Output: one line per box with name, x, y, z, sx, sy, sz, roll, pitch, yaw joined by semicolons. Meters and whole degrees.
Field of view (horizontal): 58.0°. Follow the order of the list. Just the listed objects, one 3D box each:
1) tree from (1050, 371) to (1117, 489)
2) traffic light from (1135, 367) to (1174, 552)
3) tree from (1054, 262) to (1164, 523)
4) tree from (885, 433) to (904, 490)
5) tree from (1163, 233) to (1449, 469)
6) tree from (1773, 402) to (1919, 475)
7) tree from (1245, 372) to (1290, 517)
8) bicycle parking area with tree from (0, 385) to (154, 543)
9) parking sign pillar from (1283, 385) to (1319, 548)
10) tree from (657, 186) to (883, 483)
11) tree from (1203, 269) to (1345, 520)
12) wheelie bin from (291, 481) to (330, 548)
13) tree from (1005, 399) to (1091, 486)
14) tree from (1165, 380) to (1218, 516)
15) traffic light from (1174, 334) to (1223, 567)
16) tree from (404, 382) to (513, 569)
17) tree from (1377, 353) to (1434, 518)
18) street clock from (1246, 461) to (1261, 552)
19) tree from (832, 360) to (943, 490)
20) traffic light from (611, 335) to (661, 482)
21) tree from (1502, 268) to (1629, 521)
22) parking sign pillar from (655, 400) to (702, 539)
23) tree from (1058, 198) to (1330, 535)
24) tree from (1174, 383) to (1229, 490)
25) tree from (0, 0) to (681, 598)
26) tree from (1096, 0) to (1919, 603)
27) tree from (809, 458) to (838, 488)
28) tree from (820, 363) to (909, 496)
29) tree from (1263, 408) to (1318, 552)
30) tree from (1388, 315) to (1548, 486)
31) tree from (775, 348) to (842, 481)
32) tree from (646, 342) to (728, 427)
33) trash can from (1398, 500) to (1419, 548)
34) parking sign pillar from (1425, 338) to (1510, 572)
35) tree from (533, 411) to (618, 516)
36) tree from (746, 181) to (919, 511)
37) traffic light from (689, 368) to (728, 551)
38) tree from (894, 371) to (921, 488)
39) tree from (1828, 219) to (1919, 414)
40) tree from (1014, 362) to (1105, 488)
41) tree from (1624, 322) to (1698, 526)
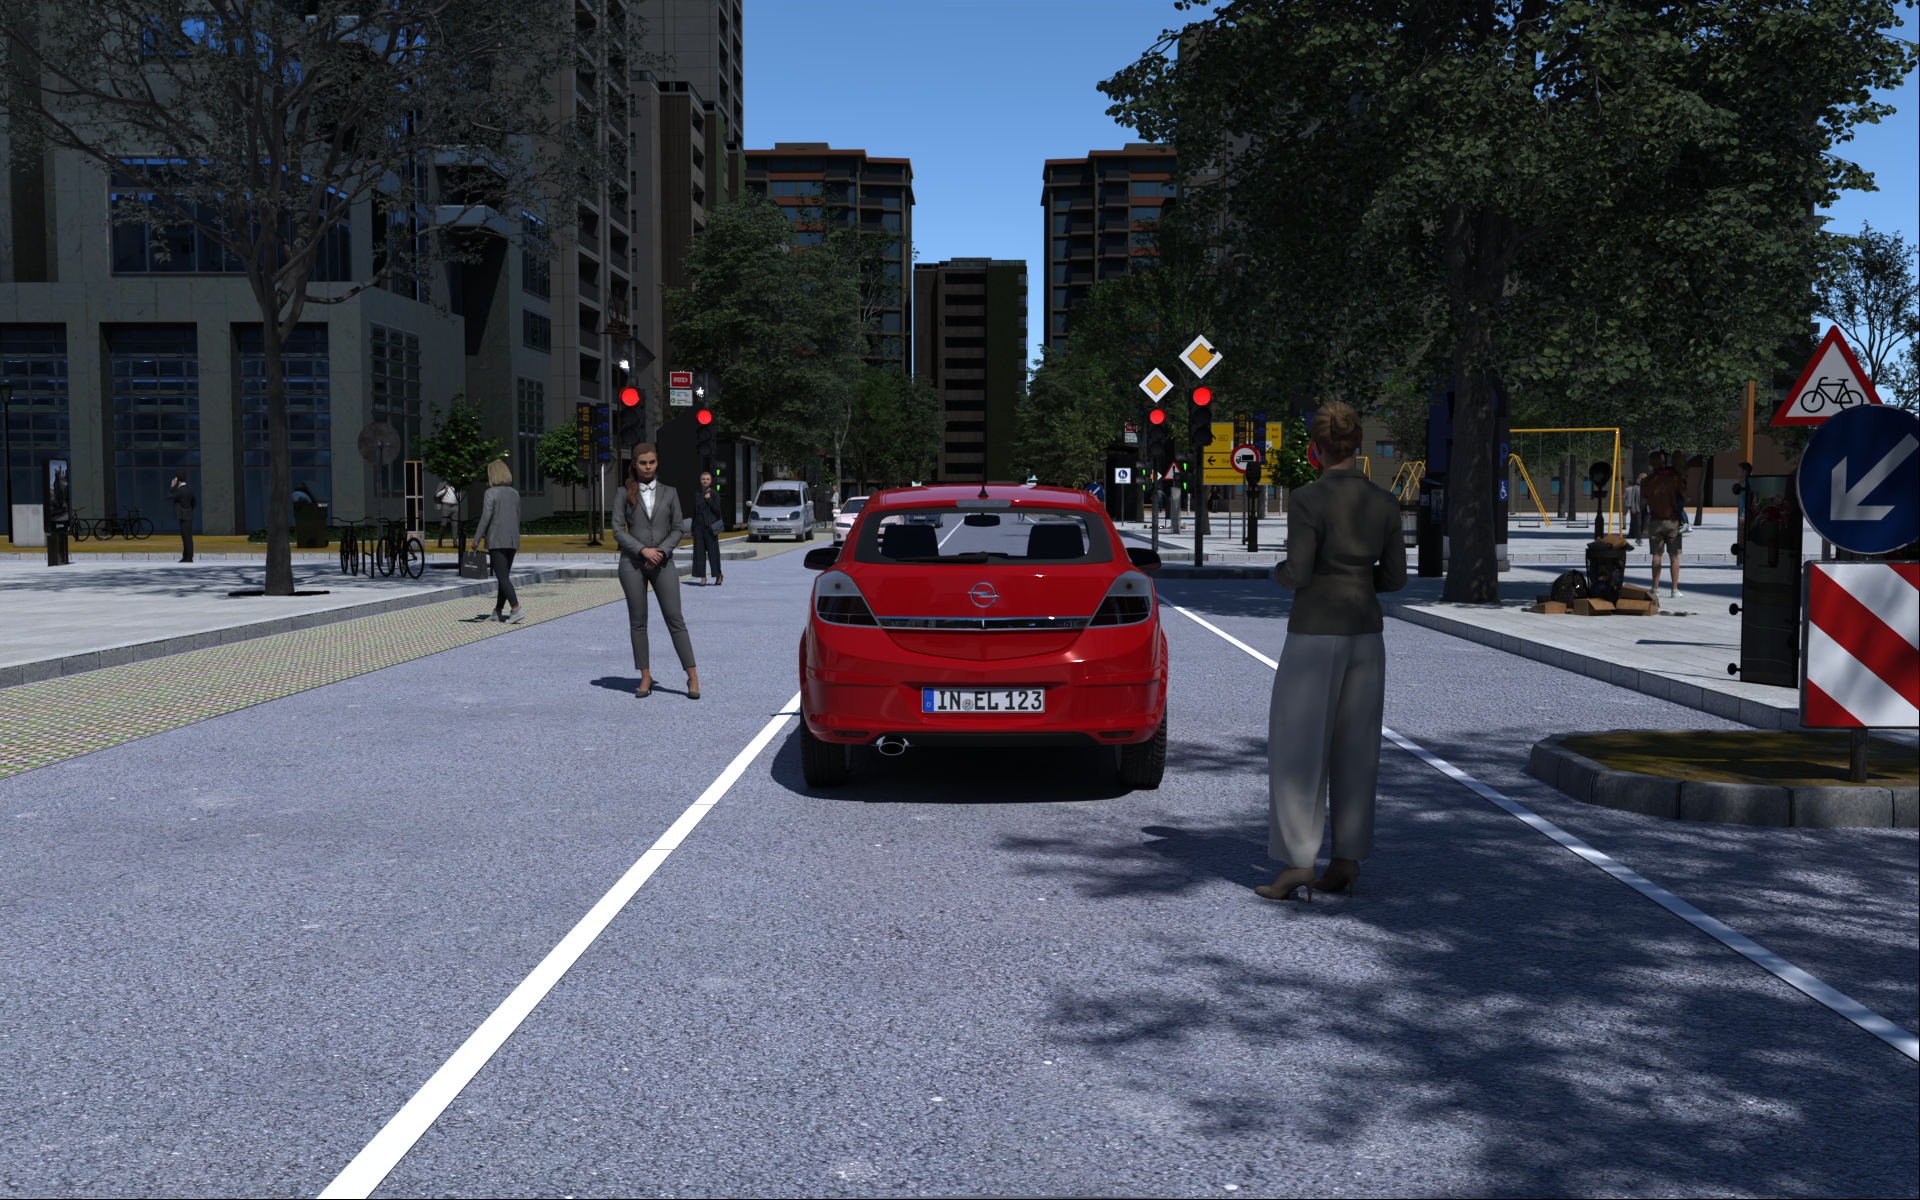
tree;7.840;-9.367;103.516;4.737;8.622;4.395;0;3;0
traffic light;4.329;-3.034;38.521;0.839;4.253;0.868;0;4;1
tree;8.134;-9.200;76.173;9.928;11.665;9.643;0;3;0
tree;-6.071;-12.995;162.824;4.360;8.622;3.978;0;3;0
tree;14.731;-8.540;65.386;9.928;11.665;9.643;0;3;0
tree;53.100;-8.395;100.159;11.467;7.101;20.602;0;4;7
tree;19.101;-9.251;101.615;4.737;8.622;4.395;0;3;0
bicycle parking area with tree;-27.409;-3.642;46.549;8.231;4.147;9.016;2;4;32
parking sign pillar;8.497;-3.241;41.462;1.447;3.967;1.447;-2;4;-33
tree;-7.948;-10.105;71.868;9.857;13.997;8.962;0;3;0
tree;15.401;-10.270;86.046;7.486;12.596;7.792;0;3;0
wheelie bin;-15.438;-2.030;41.099;0.693;1.594;0.980;0;4;7
tree;9.169;-16.162;181.260;9.611;12.733;9.660;0;3;0
tree;13.786;-9.296;102.351;4.737;8.622;4.395;0;3;0
traffic light;4.205;-2.545;30.537;0.839;4.253;0.868;0;4;1
tree;-8.581;-2.173;30.124;1.663;3.219;1.824;0;3;0
tree;23.792;-8.623;91.351;4.360;8.622;3.978;0;3;0
street clock;6.460;-2.055;38.165;0.358;2.002;0.471;0;4;-6
tree;-6.233;-14.156;148.453;9.611;12.733;9.660;0;3;0
traffic light;-5.755;-2.554;30.676;0.839;4.253;0.868;0;4;1
tree;31.441;-10.590;91.269;7.486;12.596;7.792;0;3;0
parking sign pillar;-8.082;-3.744;49.682;1.447;3.967;1.447;-2;4;-24
tree;7.605;-7.327;54.207;8.767;10.594;7.601;-1;4;-20
tree;15.616;-9.803;110.638;4.360;8.622;3.978;0;3;0
tree;-8.542;-6.794;21.444;12.009;13.543;11.850;0;3;0
tree;6.218;-6.949;20.264;9.857;13.997;8.962;0;3;0
tree;-7.386;-6.100;94.336;1.663;3.219;1.824;0;3;0
tree;-7.330;-12.636;132.362;9.928;11.665;9.643;0;3;0
tree;7.709;-2.698;38.714;1.663;3.219;1.824;0;3;0
tree;30.681;-11.368;102.879;9.611;12.733;9.660;0;3;0
tree;-7.913;-8.402;87.739;4.737;8.622;4.395;0;3;0
tree;-12.652;-8.060;82.141;4.360;8.622;3.978;0;3;0
trash can;10.669;-1.820;41.404;0.748;1.137;0.748;0;3;0
parking sign pillar;8.457;-2.472;28.886;1.447;3.967;1.447;3;5;41
tree;-15.327;-5.225;69.135;4.285;4.588;4.351;0;3;0
tree;-8.805;-15.412;107.881;12.611;20.169;13.585;0;3;0
traffic light;-5.631;-3.042;38.660;0.839;4.253;0.868;0;4;1
tree;-5.898;-16.654;178.944;9.857;13.997;8.962;0;3;0
tree;31.249;-7.576;58.279;8.767;10.594;7.601;0;4;-7
tree;8.000;-13.992;146.895;7.486;12.596;7.792;0;3;0
tree;29.873;-8.246;69.236;8.767;10.594;7.601;-1;4;-23
